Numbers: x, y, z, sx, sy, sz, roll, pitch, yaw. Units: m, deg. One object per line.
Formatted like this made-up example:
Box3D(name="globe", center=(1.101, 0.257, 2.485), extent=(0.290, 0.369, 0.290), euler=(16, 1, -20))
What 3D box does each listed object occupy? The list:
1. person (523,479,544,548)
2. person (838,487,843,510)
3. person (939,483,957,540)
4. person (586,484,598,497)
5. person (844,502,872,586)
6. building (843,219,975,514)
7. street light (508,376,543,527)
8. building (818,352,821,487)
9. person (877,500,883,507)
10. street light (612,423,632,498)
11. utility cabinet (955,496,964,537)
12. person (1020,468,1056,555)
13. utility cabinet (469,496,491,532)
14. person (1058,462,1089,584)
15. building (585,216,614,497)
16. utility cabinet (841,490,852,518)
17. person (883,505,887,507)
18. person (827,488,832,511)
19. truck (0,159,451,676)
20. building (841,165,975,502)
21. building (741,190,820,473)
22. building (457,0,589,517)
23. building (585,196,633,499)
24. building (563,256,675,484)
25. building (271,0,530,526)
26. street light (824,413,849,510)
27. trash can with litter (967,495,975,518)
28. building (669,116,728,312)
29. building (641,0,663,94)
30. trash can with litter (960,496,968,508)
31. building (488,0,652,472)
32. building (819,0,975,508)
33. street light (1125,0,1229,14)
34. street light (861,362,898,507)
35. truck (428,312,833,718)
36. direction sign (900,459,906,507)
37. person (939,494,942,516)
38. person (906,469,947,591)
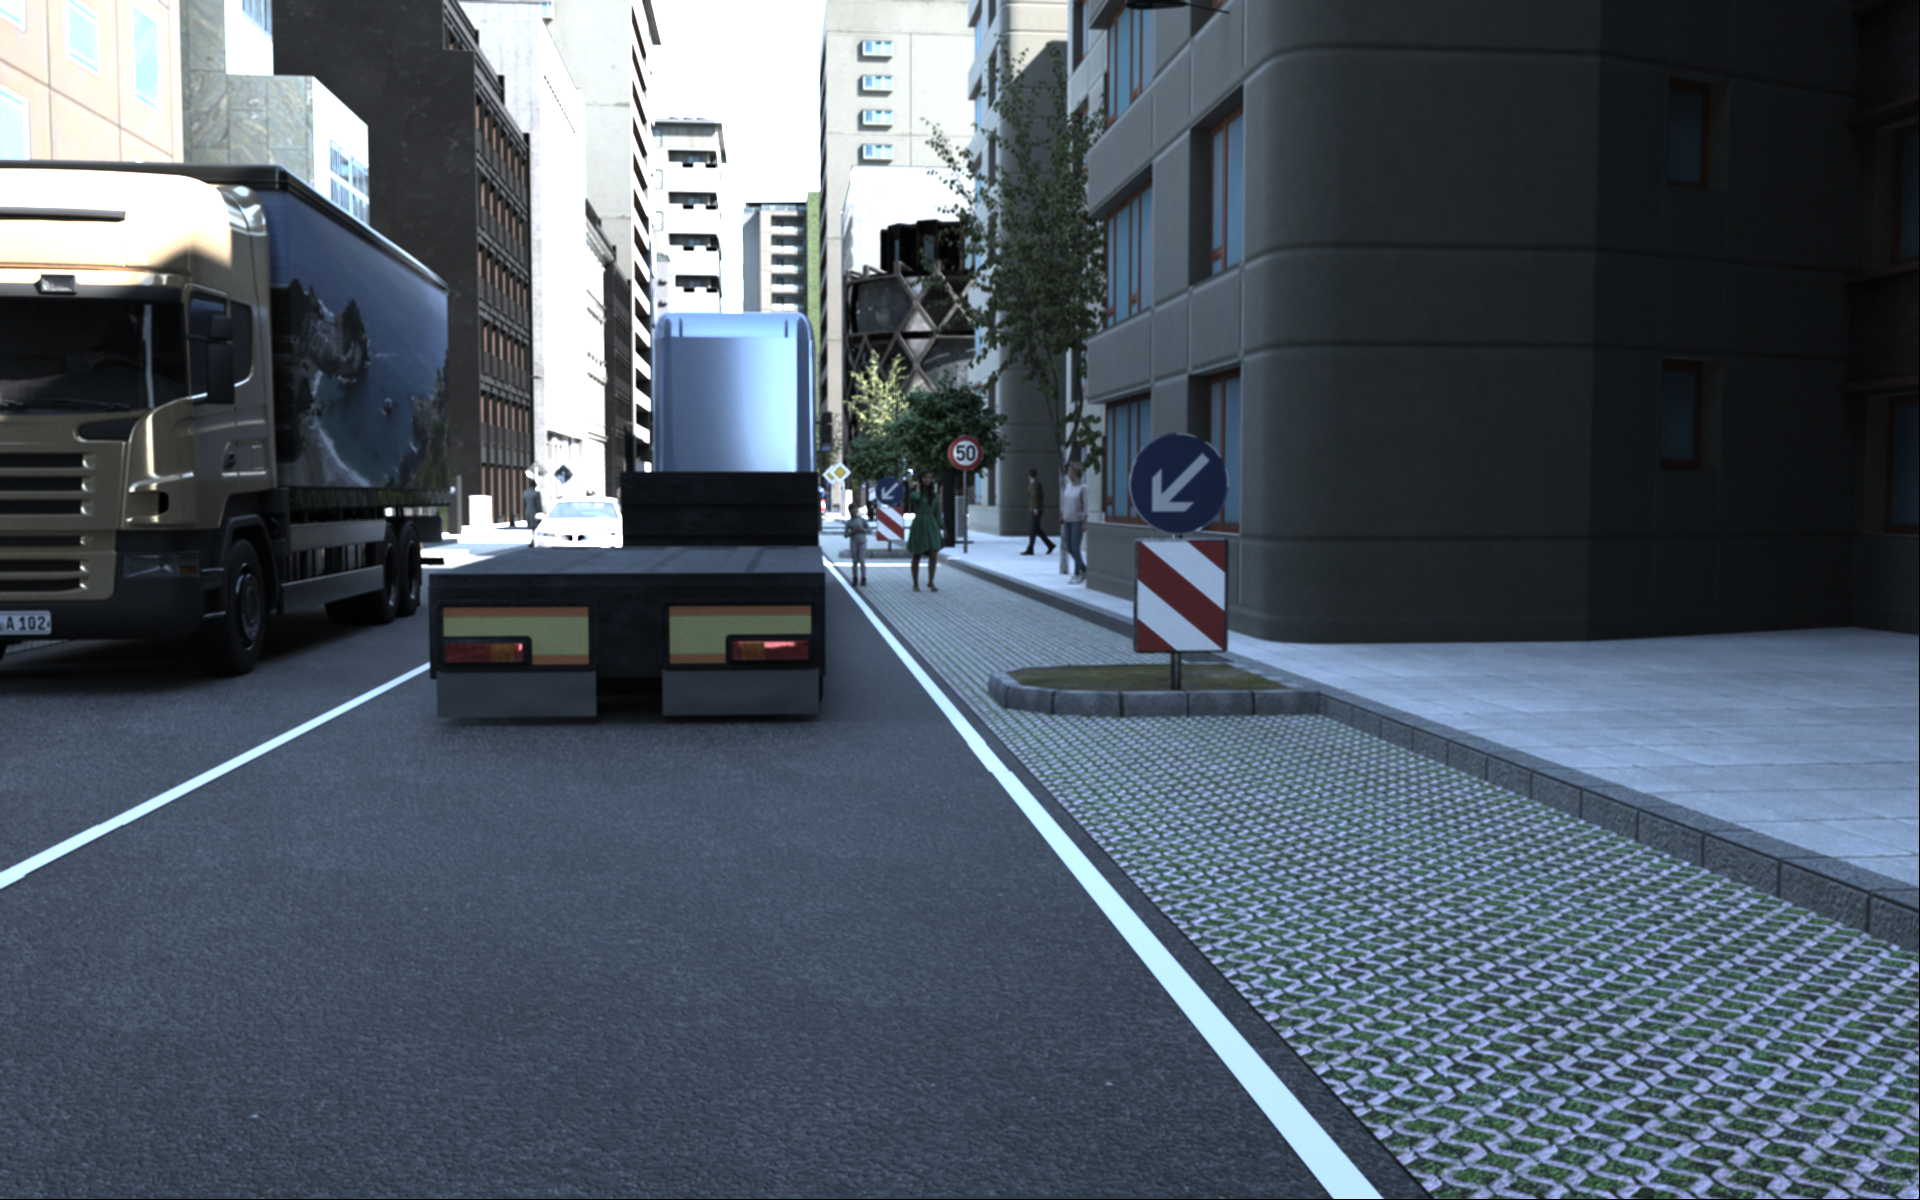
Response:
Box3D(name="person", center=(-10.892, -2.193, 44.451), extent=(0.694, 1.812, 0.767), euler=(2, 4, 29))
Box3D(name="person", center=(-8.940, -7.633, 130.724), extent=(0.818, 1.842, 0.514), euler=(-3, 5, -39))
Box3D(name="person", center=(-0.429, -2.593, 48.536), extent=(0.778, 1.811, 0.616), euler=(2, 4, 33))
Box3D(name="person", center=(-20.905, -5.642, 98.073), extent=(0.659, 1.850, 0.755), euler=(1, 4, 15))
Box3D(name="person", center=(-1.583, -0.868, 26.964), extent=(0.425, 1.301, 0.394), euler=(-1, 4, -13))
Box3D(name="building", center=(0.544, -15.238, 116.597), extent=(16.820, 18.784, 16.811), euler=(0, 4, -6))
Box3D(name="street light", center=(-17.048, -5.835, 67.936), extent=(1.470, 5.913, 1.316), euler=(0, 4, -6))
Box3D(name="building", center=(-2.649, -22.094, 206.275), extent=(27.650, 21.520, 28.899), euler=(0, 4, -6))
Box3D(name="person", center=(-4.454, -5.540, 97.294), extent=(0.731, 1.740, 0.598), euler=(1, 4, 15))
Box3D(name="street light", center=(-22.004, -8.568, 112.630), extent=(1.470, 5.913, 1.316), euler=(0, 4, -6))
Box3D(name="utility cabinet", center=(-0.087, -2.476, 51.642), extent=(0.306, 1.237, 1.020), euler=(1, 4, 10))
Box3D(name="person", center=(1.631, -1.878, 36.667), extent=(0.836, 1.842, 0.656), euler=(-1, 4, -19))
Box3D(name="utility cabinet", center=(-16.173, -2.891, 58.427), extent=(0.306, 1.237, 1.020), euler=(1, 4, 12))
Box3D(name="person", center=(1.679, -1.110, 24.867), extent=(0.598, 1.740, 0.731), euler=(-3, 5, -44))
Box3D(name="building", center=(-29.399, -16.957, 113.396), extent=(11.583, 22.565, 21.152), euler=(0, 4, -6))
Box3D(name="utility cabinet", center=(-6.126, -5.193, 93.579), extent=(0.318, 1.500, 1.173), euler=(-1, 4, -19))
Box3D(name="person", center=(-4.050, -5.497, 96.018), extent=(0.778, 1.811, 0.616), euler=(2, 4, 30))
Box3D(name="person", center=(-9.766, -7.555, 130.133), extent=(0.524, 1.755, 0.480), euler=(2, 4, 33))
Box3D(name="truck", center=(-7.204, -1.714, 16.930), extent=(2.839, 4.237, 11.283), euler=(0, 4, -7))
Box3D(name="building", center=(-2.795, -19.405, 135.286), extent=(12.078, 24.808, 19.932), euler=(0, 4, -6))
Box3D(name="building", center=(-22.511, -33.732, 235.105), extent=(14.086, 41.232, 14.154), euler=(0, 4, -6))
Box3D(name="building", center=(-27.190, -16.813, 92.914), extent=(12.078, 24.808, 19.932), euler=(0, 4, -6))
Box3D(name="building", center=(-31.845, -18.481, 131.837), extent=(12.332, 23.373, 15.834), euler=(0, 4, -6))
Box3D(name="building", center=(-41.629, -26.797, 209.832), extent=(14.107, 30.474, 14.160), euler=(0, 4, -6))
Box3D(name="building", center=(-25.931, -15.013, 75.138), extent=(12.332, 23.373, 15.834), euler=(0, 4, -6))
Box3D(name="street light", center=(-6.923, -7.696, 98.372), extent=(1.470, 5.913, 1.316), euler=(0, 4, -6))
Box3D(name="trash can with litter", center=(1.084, -4.894, 91.072), extent=(2.233, 1.210, 1.678), euler=(2, 4, 31))
Box3D(name="building", center=(-44.061, -39.834, 240.528), extent=(27.495, 52.752, 28.713), euler=(0, 4, -6))
Box3D(name="building", center=(-45.178, -35.870, 175.713), extent=(28.713, 52.752, 27.495), euler=(0, 4, -6))
Box3D(name="trash can with litter", center=(-0.099, -4.400, 83.326), extent=(1.055, 1.170, 0.624), euler=(3, 5, 44))
Box3D(name="building", center=(-38.656, -32.290, 151.641), extent=(21.300, 48.544, 21.600), euler=(0, 4, -6))
Box3D(name="building", center=(-2.352, -33.095, 164.809), extent=(21.300, 48.544, 21.600), euler=(0, 4, -6))
Box3D(name="street light", center=(2.228, -2.677, 16.316), extent=(1.470, 5.913, 1.316), euler=(0, 4, -6))
Box3D(name="street light", center=(-2.780, -5.428, 61.282), extent=(1.470, 5.913, 1.316), euler=(0, 4, -6))
Box3D(name="truck", center=(-2.848, -1.845, 19.931), extent=(2.967, 4.110, 18.799), euler=(0, 4, -5))
Box3D(name="direction sign", center=(-3.495, -6.748, 102.321), extent=(0.379, 3.537, 0.876), euler=(3, 4, 38))
Box3D(name="person", center=(-0.996, -4.567, 84.987), extent=(0.640, 1.303, 0.475), euler=(0, 4, 7))
Box3D(name="person", center=(-0.510, -1.014, 25.323), extent=(0.600, 1.795, 0.529), euler=(-2, 4, -31))
